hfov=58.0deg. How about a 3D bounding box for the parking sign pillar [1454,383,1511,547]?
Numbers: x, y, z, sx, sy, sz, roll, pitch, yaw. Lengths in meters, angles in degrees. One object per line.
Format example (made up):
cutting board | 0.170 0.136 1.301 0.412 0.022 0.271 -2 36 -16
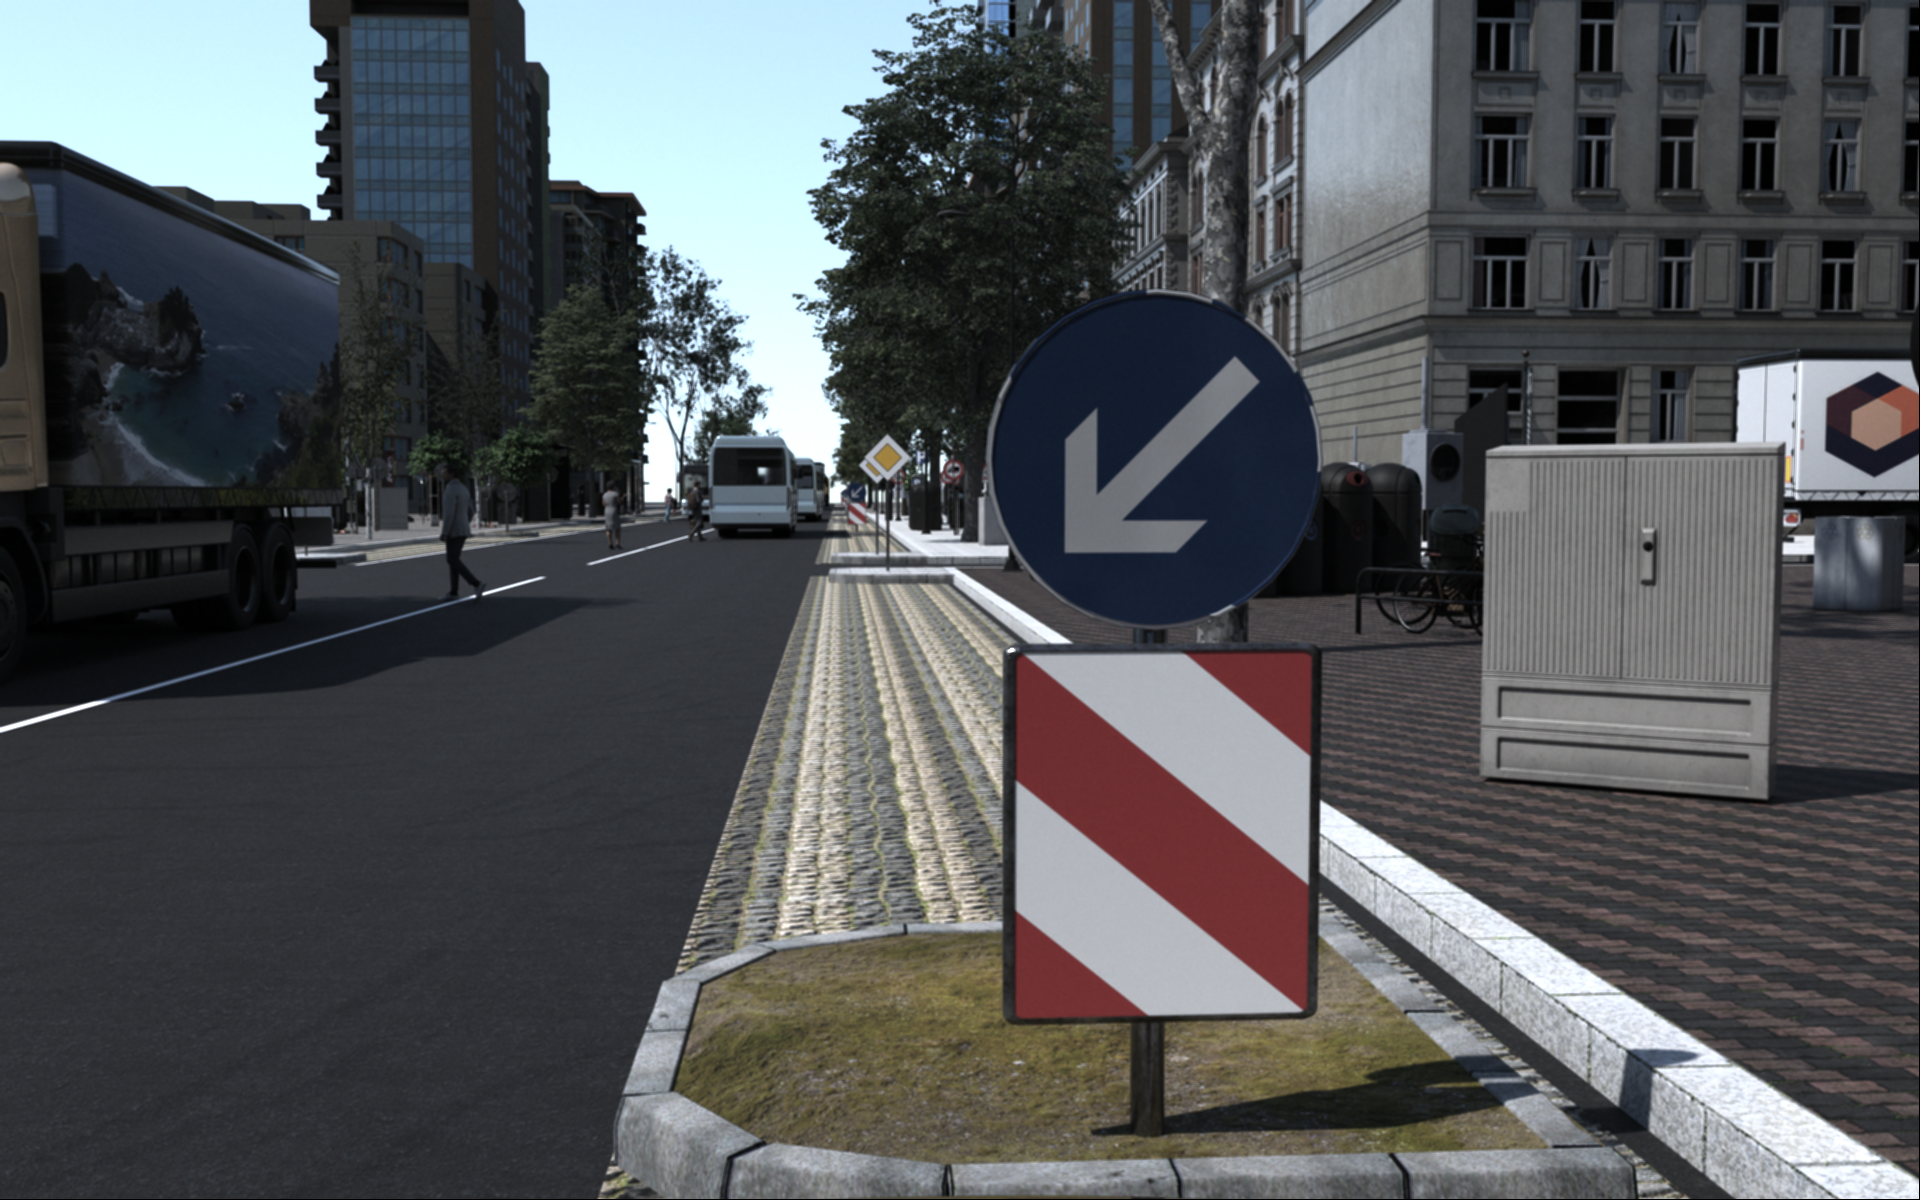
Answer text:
parking sign pillar | 12.809 -3.304 42.490 1.447 3.967 1.447 3 5 40

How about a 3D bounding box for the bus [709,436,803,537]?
bus | -7.122 -4.057 61.188 2.948 3.499 13.247 0 4 -4

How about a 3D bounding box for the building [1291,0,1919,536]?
building | 27.850 -13.888 60.360 30.059 22.955 16.112 0 4 -4

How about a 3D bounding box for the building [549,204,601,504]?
building | -58.842 -32.141 217.391 32.217 40.220 23.993 0 4 -4

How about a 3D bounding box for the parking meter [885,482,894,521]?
parking meter | -3.420 -4.778 83.828 0.399 1.863 0.255 0 4 1

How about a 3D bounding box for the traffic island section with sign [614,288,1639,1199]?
traffic island section with sign | 0.225 0.274 4.145 1.989 1.847 2.006 0 4 -4

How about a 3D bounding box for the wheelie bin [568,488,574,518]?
wheelie bin | -21.200 -5.220 93.253 0.980 1.594 0.693 -3 5 -40

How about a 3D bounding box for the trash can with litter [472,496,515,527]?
trash can with litter | -18.393 -3.445 67.386 1.678 1.210 2.233 -2 4 -31

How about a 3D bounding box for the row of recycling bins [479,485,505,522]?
row of recycling bins | -22.143 -4.552 81.535 1.069 1.692 3.534 -1 4 -23

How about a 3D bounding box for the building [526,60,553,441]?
building | -45.616 -29.061 158.743 14.154 41.232 14.086 0 4 -4

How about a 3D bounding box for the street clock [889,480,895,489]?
street clock | -3.635 -5.250 90.412 0.358 2.002 0.471 3 5 41

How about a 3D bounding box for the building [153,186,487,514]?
building | -50.667 -17.015 123.231 27.650 21.520 28.899 0 4 -4

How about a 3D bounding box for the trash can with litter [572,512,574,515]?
trash can with litter | -23.353 -5.562 102.332 1.055 1.170 0.624 0 4 4

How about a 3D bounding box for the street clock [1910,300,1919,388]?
street clock | 3.273 -0.060 5.546 0.471 2.002 0.358 -2 4 -26

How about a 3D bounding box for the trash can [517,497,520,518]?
trash can | -23.478 -4.984 93.138 0.748 1.137 0.748 0 3 0

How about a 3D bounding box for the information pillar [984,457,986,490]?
information pillar | 1.251 -5.576 82.522 0.183 3.616 0.504 -1 4 -14

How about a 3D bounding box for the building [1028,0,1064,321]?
building | 17.611 -32.168 145.550 23.786 49.044 30.456 0 4 -4

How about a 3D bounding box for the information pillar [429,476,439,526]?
information pillar | -20.881 -3.932 68.776 0.304 2.012 0.304 -2 4 -25

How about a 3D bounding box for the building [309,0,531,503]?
building | -44.282 -30.242 144.560 14.600 45.320 14.200 0 4 -4

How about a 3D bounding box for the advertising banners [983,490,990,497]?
advertising banners | 1.555 -3.776 57.918 2.074 3.025 0.090 3 5 44

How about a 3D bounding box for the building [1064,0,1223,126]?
building | 15.097 -28.932 123.148 14.600 45.320 14.200 0 4 -4

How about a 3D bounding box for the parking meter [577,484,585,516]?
parking meter | -22.136 -5.841 101.214 0.399 1.863 0.255 -2 4 -34

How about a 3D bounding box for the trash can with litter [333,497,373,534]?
trash can with litter | -20.189 -2.787 56.624 1.678 1.210 2.233 -2 4 -25

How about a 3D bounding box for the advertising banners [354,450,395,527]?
advertising banners | -23.252 -4.446 68.872 0.090 3.025 2.074 2 4 31

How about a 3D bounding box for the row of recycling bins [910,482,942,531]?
row of recycling bins | -1.288 -3.364 62.109 1.069 1.692 3.534 0 4 -6

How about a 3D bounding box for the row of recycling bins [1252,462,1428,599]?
row of recycling bins | 4.580 -0.934 22.385 3.534 1.692 1.069 -2 4 -35

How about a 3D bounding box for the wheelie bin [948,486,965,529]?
wheelie bin | -0.078 -3.462 64.508 0.693 1.594 0.980 -1 4 -21

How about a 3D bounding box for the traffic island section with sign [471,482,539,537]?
traffic island section with sign | -15.149 -3.008 57.802 1.989 1.847 2.006 0 4 -4

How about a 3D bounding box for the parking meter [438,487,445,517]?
parking meter | -28.320 -5.435 94.576 0.399 1.863 0.255 -3 4 -38

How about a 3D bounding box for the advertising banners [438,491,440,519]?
advertising banners | -27.267 -5.771 90.539 0.090 3.025 2.074 -1 4 -18

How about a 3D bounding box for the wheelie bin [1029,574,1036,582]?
wheelie bin | 1.392 -1.059 25.216 0.693 1.594 0.980 -1 4 -20

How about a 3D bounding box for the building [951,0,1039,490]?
building | 10.290 -57.631 254.939 22.319 86.520 31.000 0 4 -4

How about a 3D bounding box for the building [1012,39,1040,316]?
building | 12.625 -31.656 167.694 14.600 45.320 14.200 0 4 -4

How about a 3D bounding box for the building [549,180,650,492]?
building | -55.922 -36.047 243.986 22.147 44.769 28.867 0 4 -4

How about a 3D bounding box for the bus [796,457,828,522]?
bus | -8.799 -6.031 93.467 2.948 3.499 13.247 0 4 -3

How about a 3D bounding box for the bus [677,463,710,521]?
bus | -13.342 -6.127 95.043 2.948 3.499 13.247 0 4 -2

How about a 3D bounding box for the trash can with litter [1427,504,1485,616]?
trash can with litter | 5.342 -0.440 18.584 0.624 1.170 1.055 1 4 18

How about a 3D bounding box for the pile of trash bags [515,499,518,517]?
pile of trash bags | -24.217 -5.393 97.929 1.912 1.369 3.447 -1 4 -14

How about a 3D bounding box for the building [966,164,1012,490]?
building | 12.196 -34.971 226.395 22.147 44.769 28.867 0 4 -4

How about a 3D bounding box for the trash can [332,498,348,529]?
trash can | -22.679 -3.149 63.143 0.748 1.137 0.748 0 3 0

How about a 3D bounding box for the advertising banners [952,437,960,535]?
advertising banners | -0.141 -3.558 54.368 0.090 3.025 2.074 0 4 5
